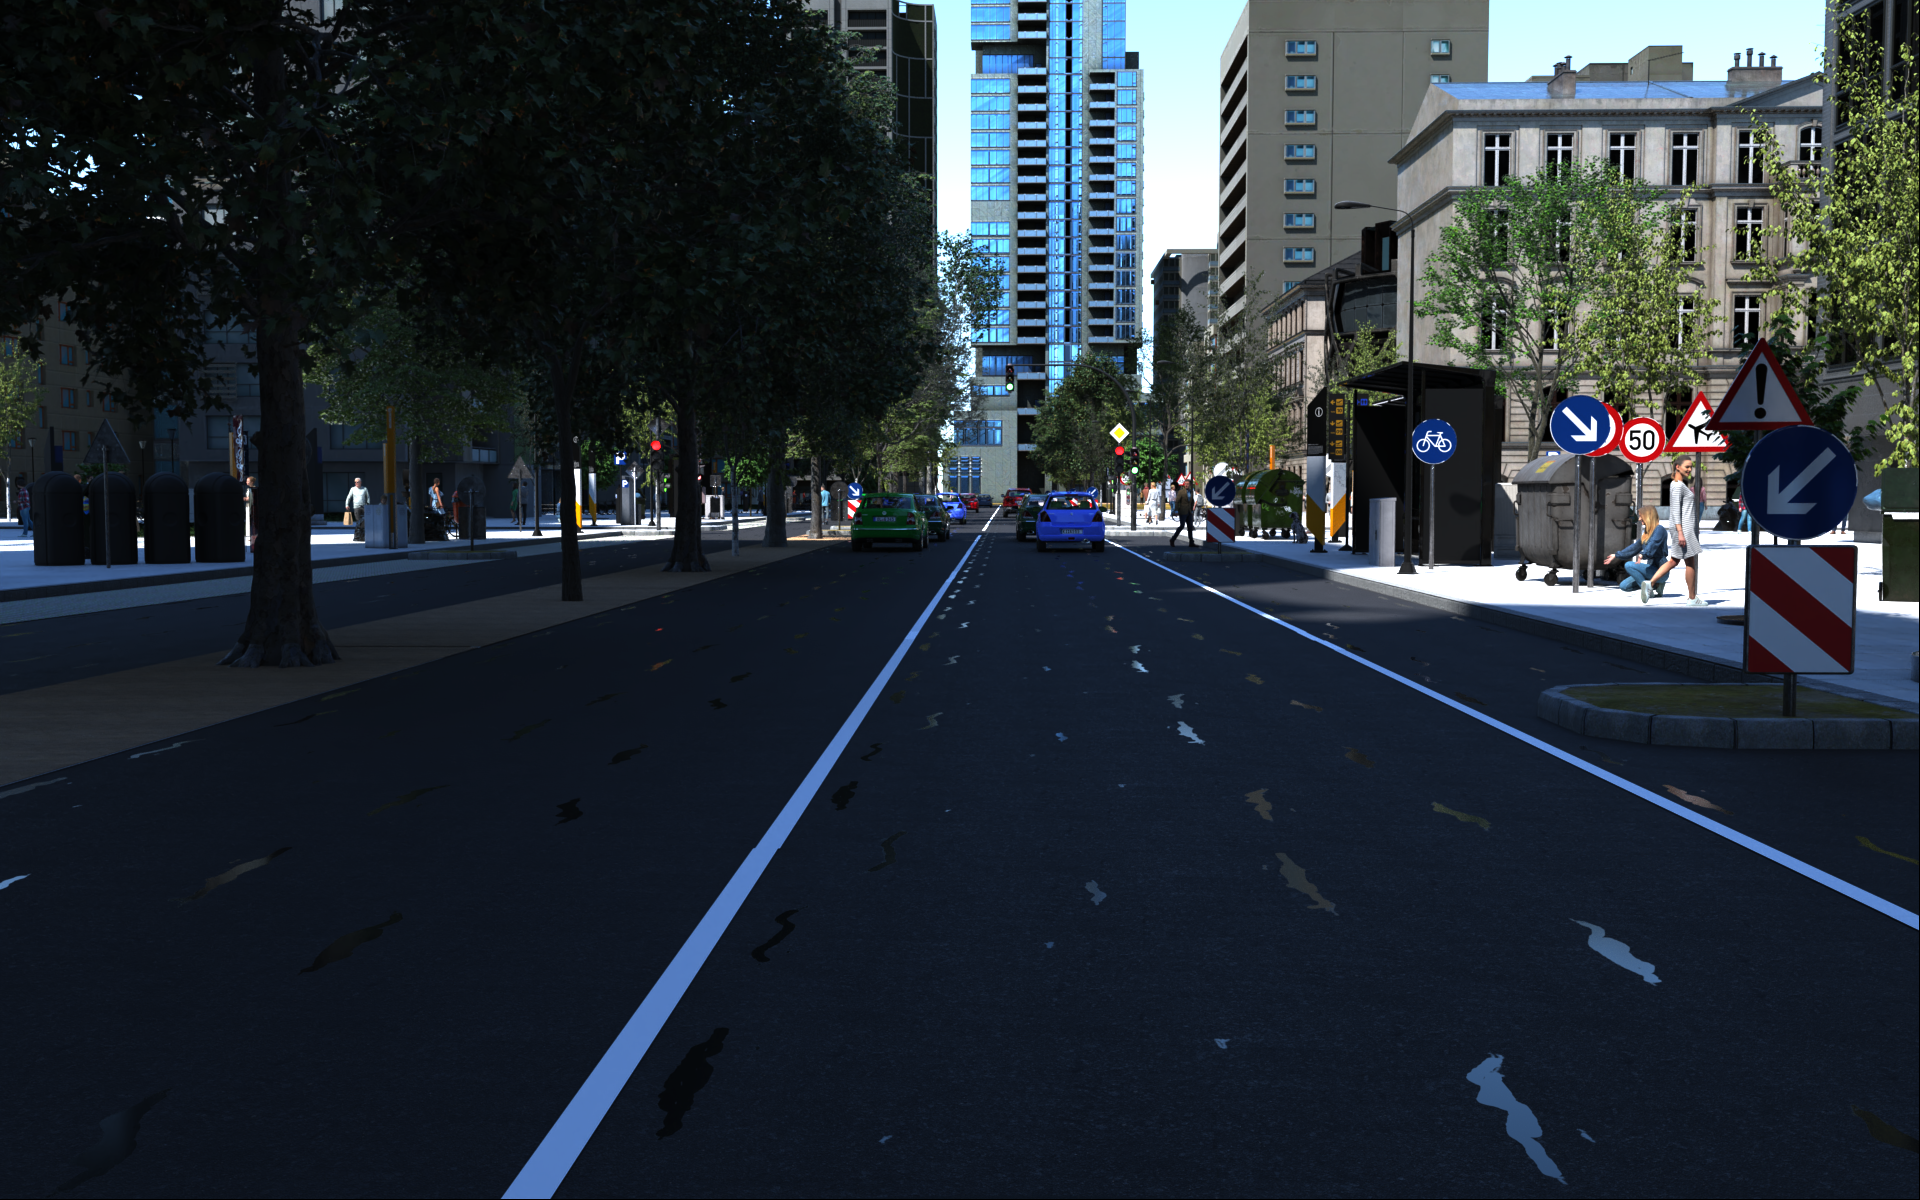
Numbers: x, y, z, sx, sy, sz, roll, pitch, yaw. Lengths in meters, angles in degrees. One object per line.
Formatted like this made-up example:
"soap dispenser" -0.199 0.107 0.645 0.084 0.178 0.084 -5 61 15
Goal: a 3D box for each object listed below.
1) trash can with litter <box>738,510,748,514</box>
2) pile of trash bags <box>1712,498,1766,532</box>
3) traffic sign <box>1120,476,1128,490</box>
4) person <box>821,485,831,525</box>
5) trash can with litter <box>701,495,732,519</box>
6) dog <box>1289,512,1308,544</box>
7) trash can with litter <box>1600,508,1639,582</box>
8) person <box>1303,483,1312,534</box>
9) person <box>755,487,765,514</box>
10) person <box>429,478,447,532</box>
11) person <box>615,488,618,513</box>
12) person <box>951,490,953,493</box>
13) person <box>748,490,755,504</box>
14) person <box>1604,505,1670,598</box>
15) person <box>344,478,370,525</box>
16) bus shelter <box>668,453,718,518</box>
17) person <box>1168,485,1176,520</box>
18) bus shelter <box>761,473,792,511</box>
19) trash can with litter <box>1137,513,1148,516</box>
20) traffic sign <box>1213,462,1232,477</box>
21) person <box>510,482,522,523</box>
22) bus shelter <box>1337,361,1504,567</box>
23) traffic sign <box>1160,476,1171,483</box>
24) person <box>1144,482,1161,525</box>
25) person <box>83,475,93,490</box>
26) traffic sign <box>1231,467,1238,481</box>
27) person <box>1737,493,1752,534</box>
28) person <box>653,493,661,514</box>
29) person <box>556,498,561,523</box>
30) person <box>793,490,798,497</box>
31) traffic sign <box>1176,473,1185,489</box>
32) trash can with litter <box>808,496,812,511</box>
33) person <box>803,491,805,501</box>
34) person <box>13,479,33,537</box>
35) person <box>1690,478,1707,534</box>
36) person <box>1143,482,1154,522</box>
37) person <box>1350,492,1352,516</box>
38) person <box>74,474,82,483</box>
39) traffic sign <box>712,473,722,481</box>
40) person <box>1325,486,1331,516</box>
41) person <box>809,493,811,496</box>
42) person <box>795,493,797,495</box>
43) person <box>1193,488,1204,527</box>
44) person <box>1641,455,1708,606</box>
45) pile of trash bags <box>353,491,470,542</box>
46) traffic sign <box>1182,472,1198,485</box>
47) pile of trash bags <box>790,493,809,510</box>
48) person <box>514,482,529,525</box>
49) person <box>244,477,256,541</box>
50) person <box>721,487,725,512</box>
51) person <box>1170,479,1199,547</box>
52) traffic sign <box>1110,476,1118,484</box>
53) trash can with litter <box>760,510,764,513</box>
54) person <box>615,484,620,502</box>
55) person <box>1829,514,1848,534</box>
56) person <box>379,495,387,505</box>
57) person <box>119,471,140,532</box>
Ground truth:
"trash can with litter" -14.642 -6.355 114.966 1.678 1.210 2.233 1 4 11
"pile of trash bags" 27.168 -3.008 58.928 1.912 1.369 3.447 0 4 -2
"traffic sign" 9.432 -6.007 98.320 0.768 2.556 0.104 0 4 6
"person" -6.382 -4.464 81.349 0.638 1.841 0.748 0 4 1
"trash can with litter" -12.818 -4.696 87.835 2.233 1.210 1.678 -2 4 -32
"dog" 8.788 -1.871 44.970 0.513 0.831 0.800 1 4 11
"trash can with litter" 9.810 -0.861 25.464 0.624 1.170 1.055 0 4 -4
"person" 11.204 -3.037 55.894 0.583 1.804 0.606 -1 4 -10
"person" -12.981 -6.470 112.233 0.834 1.777 0.661 -1 4 -15
"person" -17.308 -3.124 57.208 0.778 1.811 0.616 -3 4 -38
"person" -23.118 -6.731 117.102 0.512 1.701 0.522 1 4 15
"person" -0.780 -7.786 136.474 0.598 1.740 0.731 0 4 -6
"person" -20.282 -9.856 168.017 0.721 1.723 1.217 2 4 26
"person" 8.414 -0.602 21.380 0.738 1.151 1.012 1 4 12
"person" -18.146 -2.788 52.119 0.782 1.767 0.515 -1 4 -21
"bus shelter" -14.981 -6.495 97.473 1.731 3.624 6.357 0 4 2
"person" 10.535 -4.839 85.829 0.731 1.740 0.598 3 5 43
"bus shelter" -13.940 -8.400 131.259 2.014 3.302 5.546 0 4 2
"trash can with litter" 11.192 -5.564 102.036 2.233 1.210 1.678 -1 4 -21
"traffic sign" 10.477 -4.222 69.133 0.768 2.556 0.104 1 4 9
"person" -19.659 -4.306 76.699 0.529 1.795 0.600 0 4 1
"bus shelter" 8.753 -2.594 33.697 1.731 3.624 6.357 0 4 2
"traffic sign" 12.429 -6.443 105.441 0.768 2.556 0.104 0 4 7
"person" 8.068 -4.041 72.467 0.694 1.780 0.624 0 4 -2
"person" -28.074 -3.094 55.993 0.474 1.900 0.648 -2 4 -26
"traffic sign" 12.081 -4.662 76.230 0.884 2.594 0.081 0 4 6
"person" 25.276 -2.979 55.592 0.563 1.720 0.643 0 4 7
"person" -19.211 -6.253 110.092 0.589 1.601 0.330 2 4 29
"person" -17.518 -3.972 76.485 0.738 1.151 1.012 -2 4 -33
"person" -21.095 -13.154 221.054 0.705 1.831 1.348 1 4 22
"traffic sign" 13.604 -6.508 106.408 0.884 2.594 0.081 0 4 3
"trash can with litter" -11.117 -7.335 131.312 0.624 1.170 1.055 -1 4 -20
"person" -20.226 -13.255 225.180 0.705 1.831 1.348 -1 4 -22
"person" -27.960 -2.749 51.826 0.643 1.720 0.563 -2 4 -27
"person" 23.533 -3.006 55.199 0.555 1.821 0.388 1 4 14
"person" 8.765 -4.535 80.157 0.580 1.828 0.573 0 4 -6
"person" 23.385 -5.860 102.859 0.522 1.701 0.512 3 4 37
"person" -23.909 -2.492 46.887 0.616 1.811 0.778 3 4 38
"traffic sign" -14.668 -6.344 103.822 0.768 2.556 0.104 1 4 8
"person" 14.046 -3.459 65.254 0.606 1.804 0.583 1 4 18
"person" -11.462 -7.833 134.292 0.466 1.800 0.511 1 4 9
"person" -19.137 -11.649 199.742 0.697 1.427 0.421 -2 4 -35
"person" 9.280 -3.612 67.694 0.523 1.515 0.503 1 4 12
"person" 8.217 -0.797 19.827 0.760 1.731 0.466 -1 4 -9
"pile of trash bags" -14.871 -2.327 47.796 1.912 1.369 3.447 2 4 34
"traffic sign" 13.264 -6.105 99.820 0.884 2.594 0.081 1 4 11
"pile of trash bags" -12.870 -7.863 138.308 1.912 1.369 3.447 1 4 12
"person" -18.192 -4.016 71.893 0.592 1.802 0.473 -2 4 -33
"person" -19.294 -2.478 47.105 0.519 1.759 0.362 3 4 36
"person" -16.623 -7.014 121.145 0.534 1.772 0.576 -2 4 -25
"person" 6.063 -2.353 46.880 0.836 1.842 0.656 2 4 25
"traffic sign" 10.934 -7.459 122.064 0.768 2.556 0.104 0 4 2
"trash can with litter" -12.484 -6.225 113.173 1.055 1.170 0.624 -1 4 -20
"person" -19.044 -5.599 97.435 0.795 1.843 0.661 3 5 44
"person" 28.164 -3.003 55.331 0.721 1.800 0.419 1 4 16
"person" -14.985 -2.092 44.930 0.352 1.250 0.332 1 4 15
"person" -20.248 -2.190 41.834 0.713 1.824 0.794 0 4 2
